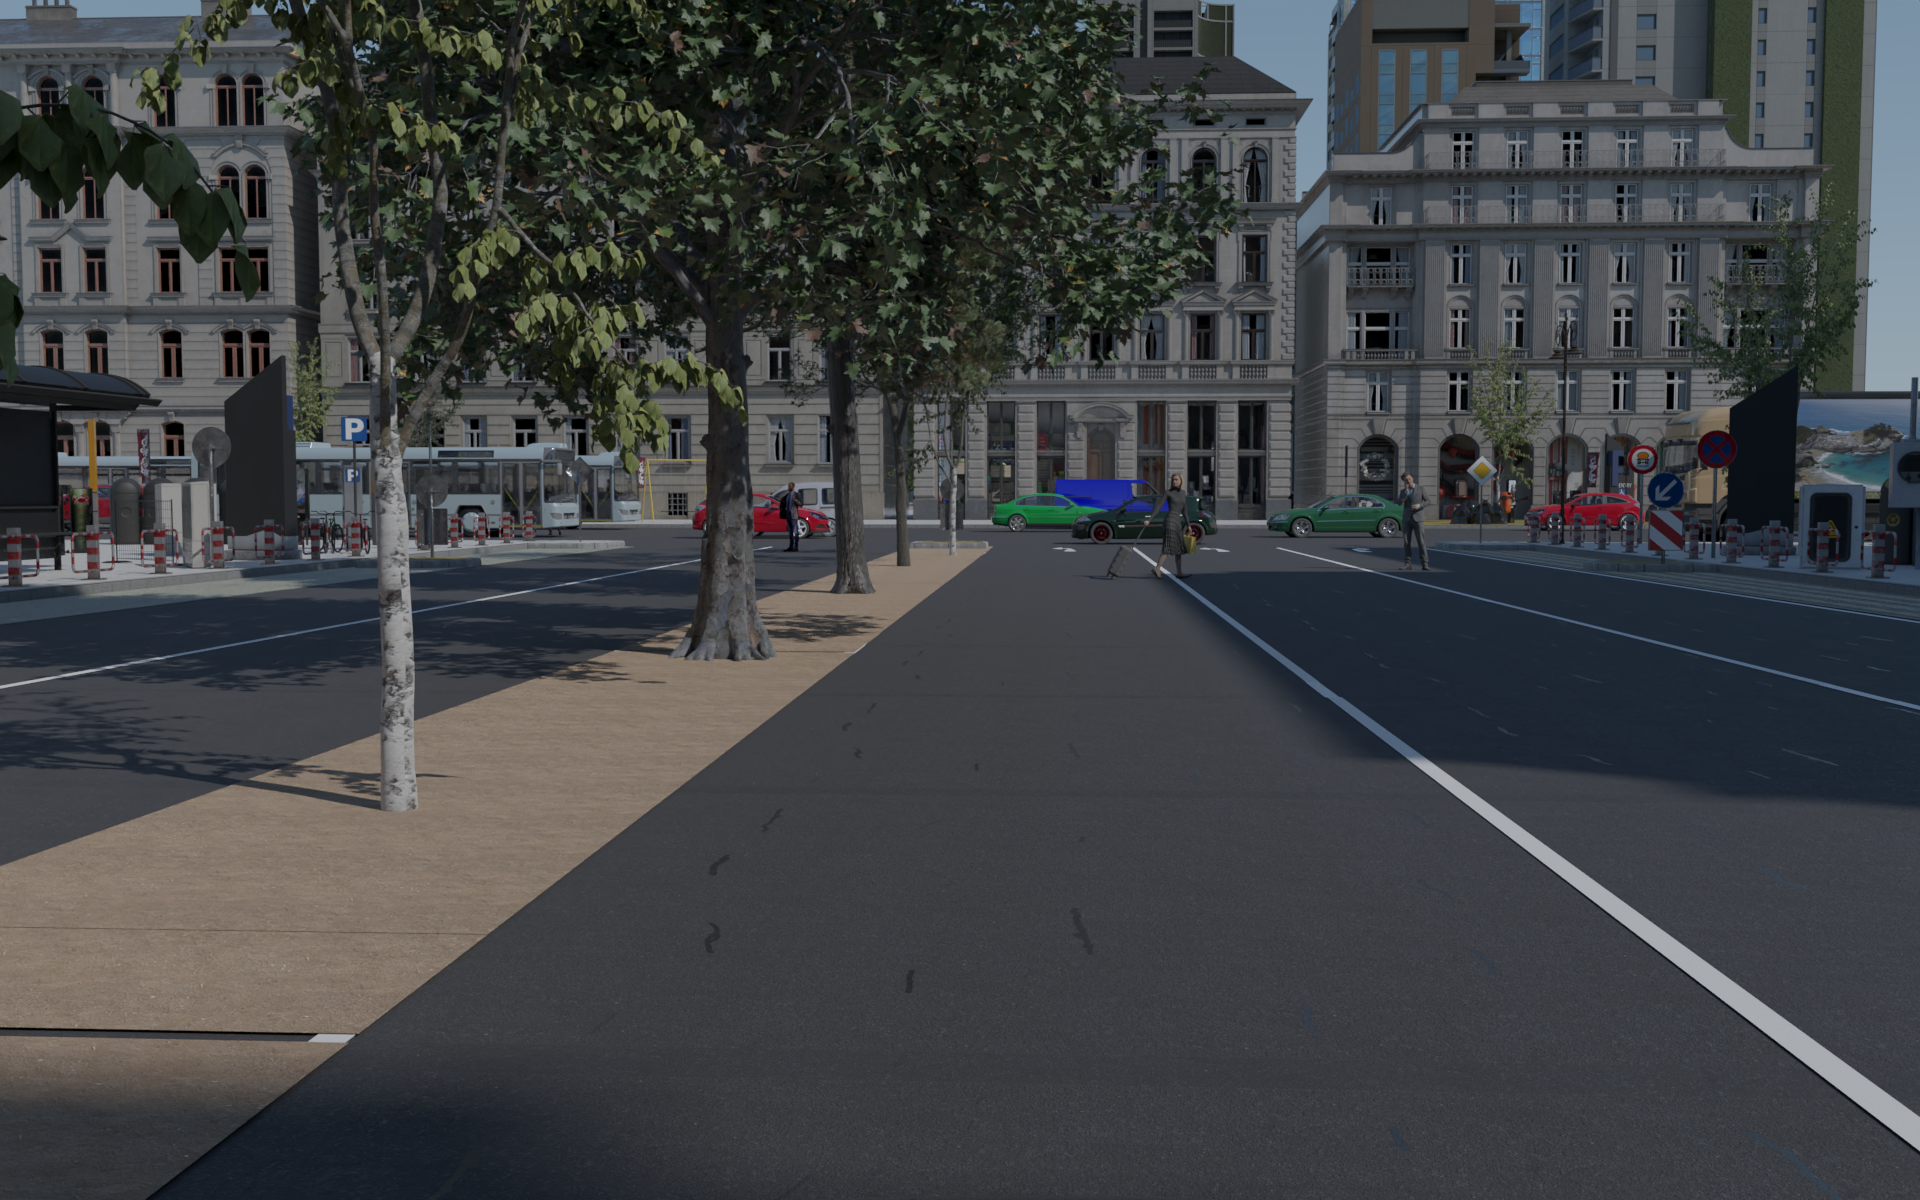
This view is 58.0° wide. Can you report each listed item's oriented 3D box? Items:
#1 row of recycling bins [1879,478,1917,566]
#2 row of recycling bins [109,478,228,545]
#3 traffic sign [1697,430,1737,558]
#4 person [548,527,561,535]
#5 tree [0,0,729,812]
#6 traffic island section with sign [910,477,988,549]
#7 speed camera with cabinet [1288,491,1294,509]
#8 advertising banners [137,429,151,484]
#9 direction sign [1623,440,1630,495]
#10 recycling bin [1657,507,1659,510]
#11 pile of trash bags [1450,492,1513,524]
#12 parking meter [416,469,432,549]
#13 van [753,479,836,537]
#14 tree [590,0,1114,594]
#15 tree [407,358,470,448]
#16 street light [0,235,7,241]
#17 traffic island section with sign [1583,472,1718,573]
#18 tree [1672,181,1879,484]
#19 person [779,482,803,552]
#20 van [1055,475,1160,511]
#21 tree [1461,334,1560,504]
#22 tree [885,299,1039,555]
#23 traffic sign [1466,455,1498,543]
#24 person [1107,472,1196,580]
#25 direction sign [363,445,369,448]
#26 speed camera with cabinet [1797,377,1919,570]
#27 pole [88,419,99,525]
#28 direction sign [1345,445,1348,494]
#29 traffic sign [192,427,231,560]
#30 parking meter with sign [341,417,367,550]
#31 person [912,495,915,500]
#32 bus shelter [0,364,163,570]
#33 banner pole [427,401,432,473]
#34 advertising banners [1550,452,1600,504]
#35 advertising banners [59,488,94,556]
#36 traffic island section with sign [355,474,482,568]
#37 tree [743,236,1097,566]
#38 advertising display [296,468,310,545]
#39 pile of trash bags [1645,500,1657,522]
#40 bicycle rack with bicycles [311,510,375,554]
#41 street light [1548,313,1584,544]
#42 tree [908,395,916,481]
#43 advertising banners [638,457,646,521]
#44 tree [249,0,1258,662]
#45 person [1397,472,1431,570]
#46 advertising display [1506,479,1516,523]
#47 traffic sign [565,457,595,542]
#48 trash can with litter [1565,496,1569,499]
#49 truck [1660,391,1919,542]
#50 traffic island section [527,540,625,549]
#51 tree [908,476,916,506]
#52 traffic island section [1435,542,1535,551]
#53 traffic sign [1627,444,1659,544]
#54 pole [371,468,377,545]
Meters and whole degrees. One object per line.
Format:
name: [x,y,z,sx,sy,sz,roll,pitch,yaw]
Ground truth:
row of recycling bins: [17.291,-1.411,30.181,1.069,1.692,3.534,0,4,-2]
row of recycling bins: [-19.839,-2.263,44.111,3.534,1.692,1.069,0,4,-4]
traffic sign: [15.089,-2.111,34.620,0.768,2.556,0.104,0,4,6]
person: [-14.231,-3.022,60.596,0.574,1.496,0.600,0,4,-7]
tree: [-2.513,-3.335,7.340,4.737,8.622,4.395,0,3,0]
traffic island section with sign: [-0.261,-2.321,46.085,2.006,1.907,1.989,0,4,3]
speed camera with cabinet: [20.710,-6.863,106.539,2.038,3.252,0.660,0,4,-7]
advertising banners: [-21.221,-3.055,46.132,2.074,3.025,0.090,2,4,29]
direction sign: [28.117,-4.960,73.087,0.379,3.537,0.876,0,4,7]
recycling bin: [30.536,-3.792,74.552,0.722,1.027,0.722,-1,4,-17]
pile of trash bags: [22.679,-3.956,74.436,3.447,1.369,1.912,-3,5,-42]
parking meter: [-12.520,-2.129,40.520,0.255,1.863,0.399,1,4,11]
van: [-5.721,-3.162,58.715,4.112,2.044,2.013,0,4,2]
tree: [-1.738,-7.026,24.750,7.806,13.903,7.818,0,3,0]
tree: [-25.768,-8.128,83.249,4.360,8.622,3.978,0,3,0]
street light: [-13.455,-3.090,23.311,0.468,5.910,1.993,0,4,3]
traffic island section with sign: [12.821,-1.454,32.407,1.989,1.847,2.006,0,4,3]
tree: [19.515,-5.555,41.180,4.737,8.622,4.395,0,3,0]
person: [-4.194,-2.048,42.808,0.431,1.722,0.655,-3,5,-43]
van: [6.408,-4.067,70.884,5.245,2.365,2.240,0,4,4]
tree: [24.827,-7.879,79.191,4.737,8.622,4.395,0,3,0]
tree: [-0.172,-5.350,40.288,4.360,8.622,3.978,0,3,0]
traffic sign: [13.530,-2.527,44.961,0.795,2.450,0.064,0,4,3]
person: [3.238,-1.253,29.206,1.509,1.804,0.699,0,4,1]
direction sign: [-27.276,-5.395,80.207,0.876,3.537,0.379,2,4,23]
speed camera with cabinet: [15.449,-2.150,29.484,2.038,3.252,0.660,1,4,22]
pole: [-23.716,-3.276,47.401,0.158,3.312,0.155,0,3,0]
direction sign: [18.011,-5.431,80.793,0.379,3.537,0.876,0,4,6]
traffic sign: [-14.190,-2.002,32.836,0.768,2.556,0.104,0,4,4]
parking meter with sign: [-14.014,-2.674,39.985,0.543,3.016,1.738,-1,4,-22]
person: [-5.715,-12.554,214.485,0.721,1.743,1.217,1,4,11]
bus shelter: [-14.605,-1.995,26.542,2.014,3.302,5.546,0,4,4]
banner pole: [-14.218,-3.457,46.536,0.401,3.779,0.863,-1,4,-18]
advertising banners: [25.764,-4.671,72.557,2.074,3.025,0.090,3,5,43]
advertising banners: [-19.626,-2.500,37.056,2.074,3.025,0.090,-2,4,-29]
traffic island section with sign: [-10.582,-1.562,34.173,1.989,1.847,2.006,0,4,3]
tree: [-1.068,-5.953,34.201,8.767,10.594,7.601,0,4,3]
advertising display: [-16.658,-2.342,43.509,0.974,1.923,0.123,3,4,37]
pile of trash bags: [33.379,-4.277,79.687,3.447,1.369,1.912,-1,4,-17]
bicycle rack with bicycles: [-13.996,-1.472,37.443,2.852,0.926,2.925,-1,4,-22]
street light: [15.503,-4.383,44.444,0.468,5.910,1.993,0,4,3]
tree: [-5.762,-15.474,175.060,6.751,12.117,7.091,0,3,0]
advertising banners: [-15.469,-5.202,81.240,0.090,3.025,2.074,2,4,34]
tree: [-2.036,-5.841,14.974,9.611,12.733,9.660,0,3,0]
person: [8.536,-1.483,32.561,0.655,1.846,0.447,2,4,25]
advertising display: [24.244,-4.342,76.212,0.123,1.923,0.974,3,4,36]
traffic sign: [-10.172,-2.613,46.369,0.795,2.450,0.064,0,4,3]
trash can with litter: [37.918,-6.095,110.710,2.233,1.210,1.678,2,4,32]
truck: [24.901,-3.636,48.356,11.283,4.237,2.839,0,4,2]
traffic island section: [-10.196,-1.477,46.432,2.009,0.180,2.903,0,4,3]
tree: [-5.001,-12.609,189.863,4.285,4.588,4.351,0,3,0]
traffic island section: [13.554,-1.392,45.037,2.009,0.180,2.903,0,4,3]
traffic sign: [17.557,-2.722,44.606,0.768,2.556,0.104,1,4,9]
pole: [-14.622,-3.026,43.323,0.158,3.312,0.155,0,3,0]
